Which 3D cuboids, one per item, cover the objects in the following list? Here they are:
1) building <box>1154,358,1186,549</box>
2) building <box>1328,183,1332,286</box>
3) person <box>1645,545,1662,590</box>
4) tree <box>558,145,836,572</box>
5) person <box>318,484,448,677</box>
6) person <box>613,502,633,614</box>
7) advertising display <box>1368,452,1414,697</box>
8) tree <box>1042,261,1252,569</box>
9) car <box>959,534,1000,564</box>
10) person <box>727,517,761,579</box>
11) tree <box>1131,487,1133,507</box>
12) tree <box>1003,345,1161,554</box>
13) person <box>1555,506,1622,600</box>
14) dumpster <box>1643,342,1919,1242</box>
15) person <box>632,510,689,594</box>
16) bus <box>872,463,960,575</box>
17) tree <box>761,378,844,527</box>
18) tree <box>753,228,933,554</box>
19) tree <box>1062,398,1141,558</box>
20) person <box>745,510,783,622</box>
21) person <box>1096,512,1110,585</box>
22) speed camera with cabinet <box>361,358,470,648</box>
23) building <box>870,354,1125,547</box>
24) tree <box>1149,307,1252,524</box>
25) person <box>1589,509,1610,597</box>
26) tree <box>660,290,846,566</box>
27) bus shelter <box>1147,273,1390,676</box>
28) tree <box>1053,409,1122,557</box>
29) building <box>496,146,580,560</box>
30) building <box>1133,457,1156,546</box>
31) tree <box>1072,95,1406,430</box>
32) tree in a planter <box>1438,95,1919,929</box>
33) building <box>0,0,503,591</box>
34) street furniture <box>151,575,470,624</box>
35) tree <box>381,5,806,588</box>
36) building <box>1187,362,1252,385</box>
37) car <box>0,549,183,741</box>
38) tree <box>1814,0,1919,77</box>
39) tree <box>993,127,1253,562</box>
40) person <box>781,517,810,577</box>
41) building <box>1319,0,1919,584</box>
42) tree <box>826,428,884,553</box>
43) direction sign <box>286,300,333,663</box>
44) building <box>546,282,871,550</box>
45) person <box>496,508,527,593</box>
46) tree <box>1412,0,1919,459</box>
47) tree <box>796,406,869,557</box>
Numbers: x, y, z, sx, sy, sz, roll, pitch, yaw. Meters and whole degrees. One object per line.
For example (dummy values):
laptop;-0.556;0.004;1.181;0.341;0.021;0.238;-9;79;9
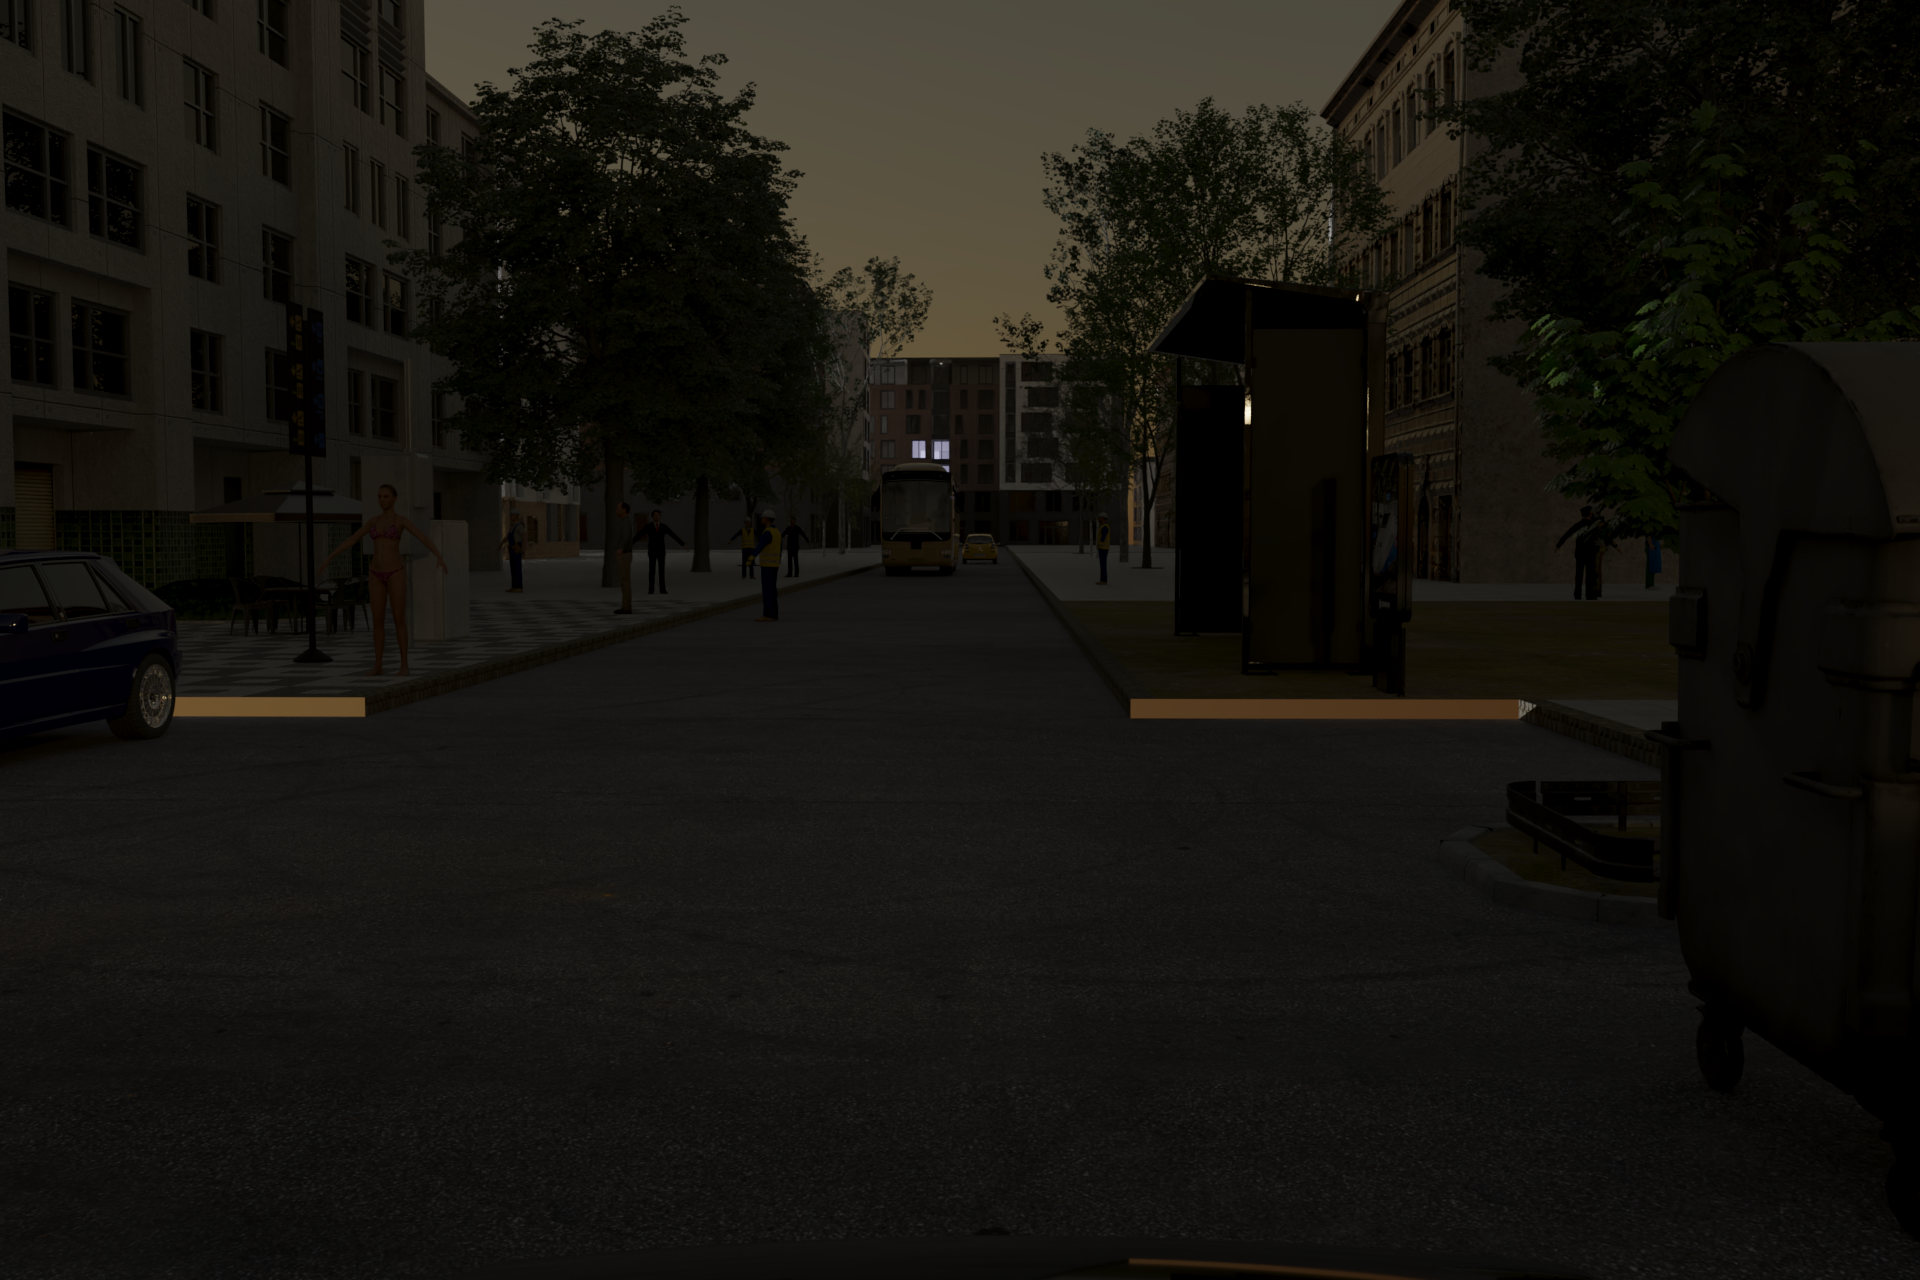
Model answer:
building;28.192;-20.165;160.626;19.493;23.208;18.063;0;4;2
building;24.366;-14.269;89.725;16.016;20.090;11.380;0;4;1
person;15.958;-2.063;39.863;0.704;1.817;1.347;2;4;30
tree;-8.758;-9.275;58.302;9.857;13.997;8.962;0;3;0
person;-5.193;-0.540;15.629;1.217;1.733;0.721;0;4;7
person;-5.422;-1.320;27.846;0.705;1.796;1.348;-1;4;-12
advertising display;3.485;-0.540;14.035;0.123;1.923;0.974;0;4;0
tree;7.100;-8.460;64.078;9.928;11.665;9.643;0;3;0
car;0.961;-4.535;84.379;2.015;1.641;3.980;0;4;0
person;-6.057;-2.636;49.562;1.216;1.772;0.721;-1;4;-18
tree;22.502;-15.692;206.921;4.737;8.622;4.395;0;3;0
tree;7.938;-12.298;111.441;12.009;13.543;11.850;0;3;0
person;12.200;-1.702;33.760;1.347;1.837;0.705;3;5;44
dumpster;2.666;0.262;3.930;1.865;1.857;1.264;0;4;1
person;-6.493;-1.892;37.117;1.347;1.806;0.705;-1;4;-20
bus;-1.369;-4.399;63.473;2.896;3.916;12.252;0;4;1
tree;-7.499;-7.847;78.654;4.737;8.622;4.395;0;3;0
tree;-8.799;-15.479;108.965;12.611;20.169;13.585;0;3;0
tree;7.554;-8.659;91.939;4.737;8.622;4.395;0;3;0
person;-3.166;-1.226;28.469;0.705;1.833;1.349;1;4;16
person;3.602;-2.325;43.986;0.705;1.833;1.349;0;4;4
speed camera with cabinet;-6.373;-1.589;20.316;0.660;3.252;2.038;0;4;2
building;2.870;-22.184;209.138;32.646;21.610;27.936;0;4;2
tree;7.472;-6.284;53.108;4.737;8.622;4.395;0;3;0
person;12.939;-1.806;35.296;0.705;1.858;1.354;1;4;11
tree;-8.351;-8.781;69.325;9.928;11.665;9.643;0;3;0
bus shelter;3.144;-1.679;18.742;1.731;3.624;6.357;0;4;1
tree;7.511;-9.010;97.678;4.360;8.622;3.978;0;3;0
building;-26.892;-14.037;85.930;16.016;20.090;11.380;0;4;1
building;24.142;-15.000;187.395;9.099;9.664;28.070;0;4;2
tree;6.442;-7.004;40.266;9.928;11.665;9.643;0;3;0
tree in a planter;3.083;-0.604;7.097;1.991;3.239;1.994;0;4;2
building;-24.558;-10.858;43.986;16.747;18.905;31.486;0;4;1
street furniture;-11.349;-0.870;29.846;5.734;0.657;10.072;-1;4;-18
tree;-8.452;-8.247;41.492;9.857;13.997;8.962;0;3;0
building;24.253;-17.723;146.184;16.016;20.090;11.380;0;4;1
car;-6.512;0.106;10.846;1.945;1.354;3.894;0;4;2
tree;9.668;-4.681;10.943;7.601;10.594;8.767;-2;4;-34
tree;7.890;-13.676;79.494;12.611;20.169;13.585;0;3;0
person;-4.982;-2.766;51.453;1.346;1.802;0.704;2;4;28
building;22.375;-13.585;53.052;19.493;23.208;18.063;0;4;2
tree;-7.421;-10.360;119.746;4.737;8.622;4.395;0;3;0
direction sign;-6.508;-1.548;17.311;0.379;3.537;0.876;0;4;1
building;-22.836;-19.100;156.262;27.936;21.610;32.646;0;4;0
person;-9.787;-1.968;38.037;0.705;1.847;1.347;-3;5;-39
tree;12.210;-7.328;26.464;9.857;13.997;8.962;0;3;0
tree;-7.840;-8.965;96.944;4.360;8.622;3.978;0;3;0
